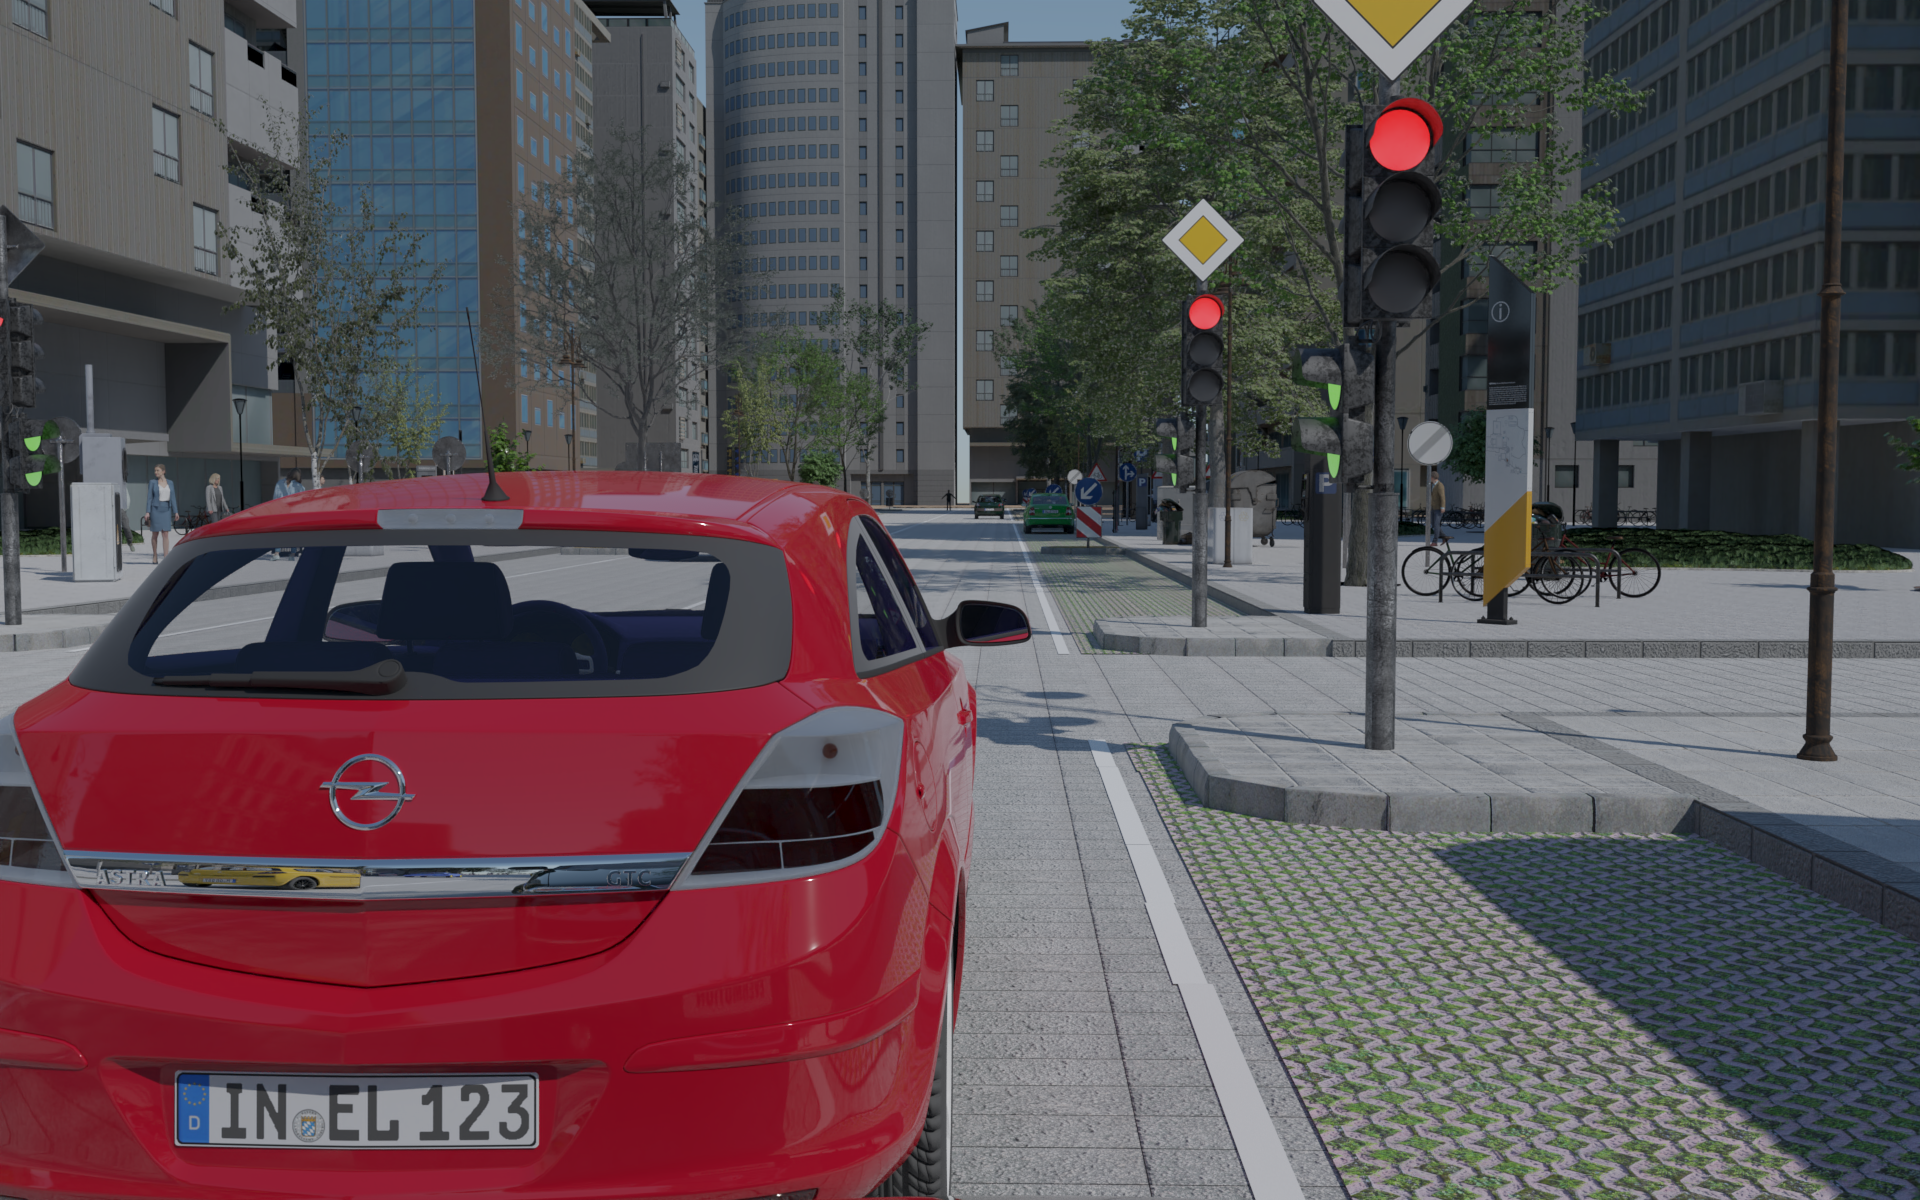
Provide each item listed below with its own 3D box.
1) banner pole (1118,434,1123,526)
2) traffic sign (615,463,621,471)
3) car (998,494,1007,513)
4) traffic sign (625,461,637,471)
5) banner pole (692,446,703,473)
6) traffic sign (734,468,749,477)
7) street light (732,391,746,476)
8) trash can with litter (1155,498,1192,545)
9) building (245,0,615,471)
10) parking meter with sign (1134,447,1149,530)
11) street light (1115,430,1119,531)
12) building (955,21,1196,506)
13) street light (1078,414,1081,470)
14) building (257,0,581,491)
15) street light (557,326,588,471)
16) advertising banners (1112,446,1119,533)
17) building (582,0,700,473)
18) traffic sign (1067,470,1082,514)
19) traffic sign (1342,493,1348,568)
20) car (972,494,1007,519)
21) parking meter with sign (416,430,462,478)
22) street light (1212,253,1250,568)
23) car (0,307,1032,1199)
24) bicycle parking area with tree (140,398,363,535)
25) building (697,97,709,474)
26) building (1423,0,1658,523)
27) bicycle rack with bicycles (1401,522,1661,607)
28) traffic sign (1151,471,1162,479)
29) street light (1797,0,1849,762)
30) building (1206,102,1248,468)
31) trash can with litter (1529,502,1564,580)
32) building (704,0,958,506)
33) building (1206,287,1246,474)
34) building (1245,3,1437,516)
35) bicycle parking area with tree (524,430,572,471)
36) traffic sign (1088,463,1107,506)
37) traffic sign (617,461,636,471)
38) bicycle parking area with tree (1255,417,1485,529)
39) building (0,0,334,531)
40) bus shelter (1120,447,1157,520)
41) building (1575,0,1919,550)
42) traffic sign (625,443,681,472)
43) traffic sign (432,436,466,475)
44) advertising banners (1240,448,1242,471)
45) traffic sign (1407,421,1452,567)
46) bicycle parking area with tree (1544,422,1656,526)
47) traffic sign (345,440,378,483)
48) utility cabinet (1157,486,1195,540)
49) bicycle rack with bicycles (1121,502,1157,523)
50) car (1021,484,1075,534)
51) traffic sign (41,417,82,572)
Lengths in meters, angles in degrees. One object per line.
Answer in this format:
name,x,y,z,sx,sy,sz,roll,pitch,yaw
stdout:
banner pole,6.357,-4.859,69.460,0.401,3.779,0.863,0,4,7
traffic sign,-13.588,-4.273,69.966,0.768,2.556,0.104,0,4,7
car,2.286,-6.914,124.842,2.131,1.459,4.920,0,4,3
traffic sign,-12.755,-4.107,67.158,0.884,2.594,0.081,1,4,11
banner pole,-13.715,-6.166,90.826,0.863,3.779,0.401,2,4,29
traffic sign,-10.890,-5.261,86.130,0.768,2.556,0.104,1,4,9
street light,-9.966,-6.446,78.172,0.468,5.910,1.993,0,4,1
trash can with litter,5.497,-1.990,43.923,1.055,1.170,0.624,-3,4,-37
building,-38.750,-26.142,119.297,32.217,40.220,23.993,0,4,1
parking meter with sign,6.588,-4.075,62.888,0.543,3.016,1.738,0,4,6
street light,5.496,-5.382,60.778,0.468,5.910,1.993,0,4,1
building,13.552,-37.520,202.683,27.495,52.752,28.713,0,4,1
street light,6.239,-7.244,91.219,0.468,5.910,1.993,0,4,1
building,-30.693,-27.497,99.679,14.600,45.320,14.200,0,4,1
street light,-10.647,-4.583,47.719,0.468,5.910,1.993,0,4,1
advertising banners,5.219,-3.769,57.811,0.090,3.025,2.074,1,4,10
building,-29.677,-28.297,146.246,14.086,41.232,14.154,0,4,1
traffic sign,5.961,-5.494,89.934,0.768,2.556,0.104,0,4,3
traffic sign,6.648,-1.819,29.845,0.768,2.556,0.104,1,4,9
car,1.685,-5.509,99.866,2.009,1.686,4.222,0,4,1
parking meter with sign,-14.392,-3.103,46.993,1.738,3.016,0.543,-1,4,-16
street light,4.679,-3.506,30.110,0.468,5.910,1.993,0,4,1
car,-0.869,0.261,4.777,2.155,1.783,4.494,0,4,1
bicycle parking area with tree,-20.568,-4.121,54.388,9.016,4.147,8.231,2,4,33
building,-39.286,-35.268,200.331,21.600,48.544,21.300,0,4,1
building,29.881,-19.098,83.961,14.160,30.474,14.107,0,4,1
bicycle rack with bicycles,6.794,-0.466,20.999,2.925,0.926,2.852,2,4,29
traffic sign,7.015,-3.646,59.613,0.884,2.594,0.081,1,4,10
street light,4.151,-2.166,8.209,0.468,5.910,1.993,0,4,1
building,42.687,-35.476,199.640,30.456,49.044,23.786,0,4,1
trash can with litter,8.741,-0.894,26.003,0.624,1.170,1.055,1,4,23
building,-14.387,-40.200,199.269,28.212,58.520,21.231,0,4,1
building,35.241,-17.975,138.924,27.650,21.520,28.899,0,4,1
building,30.832,-29.884,112.308,21.300,48.544,21.600,0,4,1
bicycle parking area with tree,-19.265,-5.728,80.660,9.016,4.147,8.231,1,4,21
traffic sign,5.633,-4.374,71.517,0.884,2.594,0.081,0,4,3
traffic sign,-12.975,-4.117,67.425,0.768,2.556,0.104,0,4,2
bicycle parking area with tree,16.554,-4.891,66.978,9.016,4.147,8.231,1,4,20
building,-39.305,-28.558,56.159,28.713,52.752,27.495,0,4,1
bus shelter,9.036,-5.967,88.843,1.731,3.624,6.357,0,4,2
building,31.222,-21.584,44.775,23.993,40.220,32.217,0,4,1
traffic sign,-12.133,-4.566,68.528,2.265,3.308,0.079,0,4,7
traffic sign,-11.233,-2.323,38.087,0.768,2.556,0.104,0,4,4
advertising banners,10.404,-4.192,64.735,0.090,3.025,2.074,1,4,15
traffic sign,8.239,-1.856,30.446,0.768,2.556,0.104,1,4,9
bicycle parking area with tree,25.029,-5.176,71.624,9.016,4.147,8.231,1,4,21
traffic sign,-14.117,-2.492,40.856,0.768,2.556,0.104,0,4,3
utility cabinet,5.989,-2.377,47.536,1.173,1.500,0.318,3,4,37
bicycle rack with bicycles,8.819,-4.011,78.970,2.852,0.926,2.925,3,5,44
car,3.219,-3.332,63.280,1.959,1.807,4.718,0,4,1
traffic sign,-14.775,-1.736,28.490,0.768,2.556,0.104,0,4,8
